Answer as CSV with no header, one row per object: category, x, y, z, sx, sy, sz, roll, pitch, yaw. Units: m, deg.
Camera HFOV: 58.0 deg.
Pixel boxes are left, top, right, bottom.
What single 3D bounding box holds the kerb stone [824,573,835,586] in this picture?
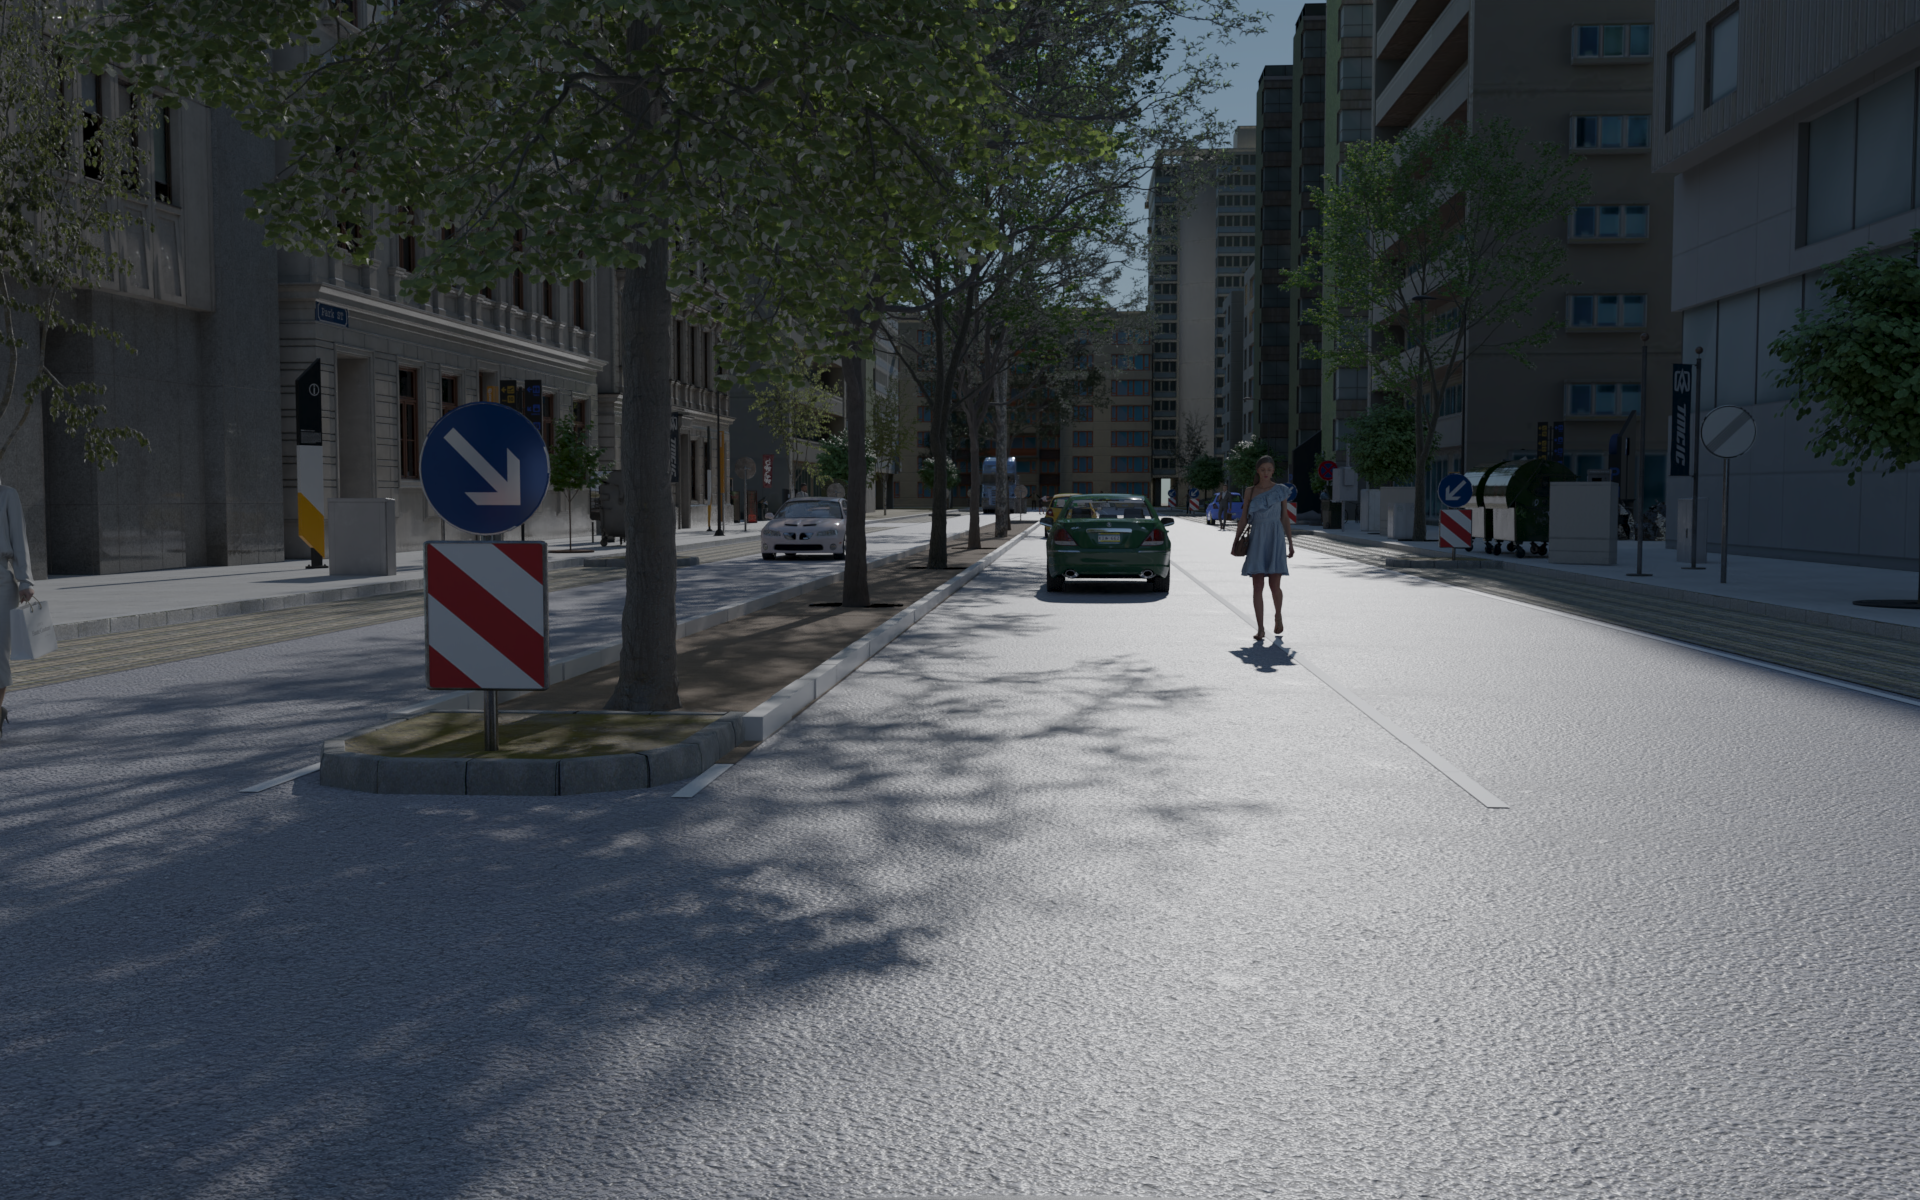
kerb stone,-2.125,-0.294,27.000,0.120,0.150,1.000,0,4,4

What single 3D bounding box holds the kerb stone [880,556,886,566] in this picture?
kerb stone,-1.627,-0.728,34.151,0.120,0.150,1.000,0,4,4

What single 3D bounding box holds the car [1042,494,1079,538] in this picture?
car,3.706,-2.901,57.663,2.015,1.641,3.980,0,4,5

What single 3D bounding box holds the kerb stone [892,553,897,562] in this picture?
kerb stone,-1.483,-0.856,36.196,0.120,0.150,1.000,0,4,4

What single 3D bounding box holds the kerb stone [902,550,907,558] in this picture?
kerb stone,-1.341,-0.978,38.235,0.120,0.150,1.000,0,4,4

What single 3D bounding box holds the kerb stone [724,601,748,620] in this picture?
kerb stone,-2.621,0.143,19.857,0.120,0.150,1.000,0,4,4

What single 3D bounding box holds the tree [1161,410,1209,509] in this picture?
tree,19.479,-12.083,147.923,4.360,8.622,3.978,0,3,0

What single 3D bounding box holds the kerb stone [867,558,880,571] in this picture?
kerb stone,-1.698,-0.665,33.131,0.120,0.150,1.000,0,4,4

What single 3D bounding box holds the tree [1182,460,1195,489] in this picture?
tree,18.030,-8.746,126.713,4.285,4.588,4.351,0,3,0

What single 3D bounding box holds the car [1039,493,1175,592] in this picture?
car,2.274,-0.915,26.754,2.131,1.459,4.920,0,4,4

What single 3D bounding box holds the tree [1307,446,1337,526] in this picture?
tree,14.592,-4.605,69.897,1.663,3.219,1.824,0,3,0

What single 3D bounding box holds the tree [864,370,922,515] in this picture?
tree,-4.429,-9.390,103.894,4.737,8.622,4.395,0,3,0

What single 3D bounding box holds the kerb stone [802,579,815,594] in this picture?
kerb stone,-2.261,-0.169,24.960,0.120,0.150,1.000,0,4,4

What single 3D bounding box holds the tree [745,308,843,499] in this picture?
tree,-6.562,-7.186,67.854,4.360,8.622,3.978,0,3,0

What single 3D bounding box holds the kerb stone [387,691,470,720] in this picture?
kerb stone,-3.261,0.707,10.641,0.120,0.150,1.000,0,4,4

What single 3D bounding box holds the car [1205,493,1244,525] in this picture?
car,12.449,-4.364,80.936,1.945,1.707,3.694,0,4,3

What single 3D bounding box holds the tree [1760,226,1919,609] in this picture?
tree,11.037,-2.207,19.796,4.285,4.588,4.351,0,3,0

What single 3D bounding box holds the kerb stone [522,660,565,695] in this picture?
kerb stone,-3.123,0.581,12.698,0.120,0.150,1.000,0,4,4

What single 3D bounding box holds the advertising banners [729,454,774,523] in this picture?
advertising banners,-9.198,-4.898,76.266,2.074,3.025,0.090,0,4,2

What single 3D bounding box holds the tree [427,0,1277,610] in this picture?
tree,-1.292,-6.637,21.340,12.009,13.543,11.850,0,3,0

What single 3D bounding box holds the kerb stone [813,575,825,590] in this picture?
kerb stone,-2.193,-0.231,25.980,0.120,0.150,1.000,0,4,4

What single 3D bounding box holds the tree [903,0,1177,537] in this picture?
tree,0.209,-12.182,57.529,12.611,20.169,13.585,0,3,0

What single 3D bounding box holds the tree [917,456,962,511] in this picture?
tree,-1.467,-10.175,150.082,4.285,4.588,4.351,0,3,0

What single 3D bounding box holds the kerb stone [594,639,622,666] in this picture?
kerb stone,-2.977,0.455,14.753,0.120,0.150,1.000,0,4,4

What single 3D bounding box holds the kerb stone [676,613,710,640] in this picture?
kerb stone,-2.763,0.268,17.817,0.120,0.150,1.000,0,4,4

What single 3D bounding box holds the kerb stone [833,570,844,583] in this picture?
kerb stone,-2.049,-0.351,28.023,0.120,0.150,1.000,0,4,4

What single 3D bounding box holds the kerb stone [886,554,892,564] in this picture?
kerb stone,-1.556,-0.793,35.170,0.120,0.150,1.000,0,4,4

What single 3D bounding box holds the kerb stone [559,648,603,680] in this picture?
kerb stone,-3.043,0.522,13.727,0.120,0.150,1.000,0,4,4

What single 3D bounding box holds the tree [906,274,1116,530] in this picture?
tree,1.918,-8.015,67.914,8.767,10.594,7.601,0,4,4

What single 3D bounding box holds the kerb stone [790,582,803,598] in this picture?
kerb stone,-2.341,-0.107,23.941,0.120,0.150,1.000,0,4,4

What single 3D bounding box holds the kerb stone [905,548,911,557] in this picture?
kerb stone,-1.266,-1.043,39.256,0.120,0.150,1.000,0,4,4

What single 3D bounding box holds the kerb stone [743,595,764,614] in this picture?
kerb stone,-2.550,0.081,20.878,0.120,0.150,1.000,0,4,4

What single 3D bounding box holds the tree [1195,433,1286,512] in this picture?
tree,15.619,-6.642,92.314,4.285,4.588,4.351,0,3,0

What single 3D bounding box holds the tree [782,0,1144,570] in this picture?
tree,-0.321,-6.373,32.405,9.928,11.665,9.643,0,3,0

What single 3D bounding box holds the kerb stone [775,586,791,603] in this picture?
kerb stone,-2.411,-0.044,22.921,0.120,0.150,1.000,0,4,4

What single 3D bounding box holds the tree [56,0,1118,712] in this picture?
tree,-2.151,-5.565,11.576,7.486,12.596,7.792,0,3,0

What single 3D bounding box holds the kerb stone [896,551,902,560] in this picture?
kerb stone,-1.411,-0.919,37.215,0.120,0.150,1.000,0,4,4

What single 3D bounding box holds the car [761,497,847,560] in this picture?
car,-3.295,-1.647,39.293,2.083,1.381,4.827,0,4,4

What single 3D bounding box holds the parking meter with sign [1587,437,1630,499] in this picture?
parking meter with sign,19.806,-3.515,53.735,1.738,3.016,0.543,1,4,17

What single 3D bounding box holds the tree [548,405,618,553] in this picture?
tree,-8.558,-2.639,37.752,1.663,3.219,1.824,0,3,0

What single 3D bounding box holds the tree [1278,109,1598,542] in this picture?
tree,12.640,-7.395,46.671,9.928,11.665,9.643,0,3,0

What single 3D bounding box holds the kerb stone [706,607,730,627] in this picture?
kerb stone,-2.696,0.210,18.838,0.120,0.150,1.000,0,4,4

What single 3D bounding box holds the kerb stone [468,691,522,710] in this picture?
kerb stone,-3.190,0.644,11.672,0.120,0.150,1.000,0,4,4

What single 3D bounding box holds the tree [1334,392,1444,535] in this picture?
tree,13.684,-4.376,55.269,4.285,4.588,4.351,0,3,0

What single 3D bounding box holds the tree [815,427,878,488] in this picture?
tree,-5.612,-6.176,84.685,4.285,4.588,4.351,0,3,0

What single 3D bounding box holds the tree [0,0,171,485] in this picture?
tree,-10.468,-4.171,18.553,4.360,8.622,3.978,0,3,0

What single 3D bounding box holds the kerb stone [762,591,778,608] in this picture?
kerb stone,-2.478,0.018,21.900,0.120,0.150,1.000,0,4,4
